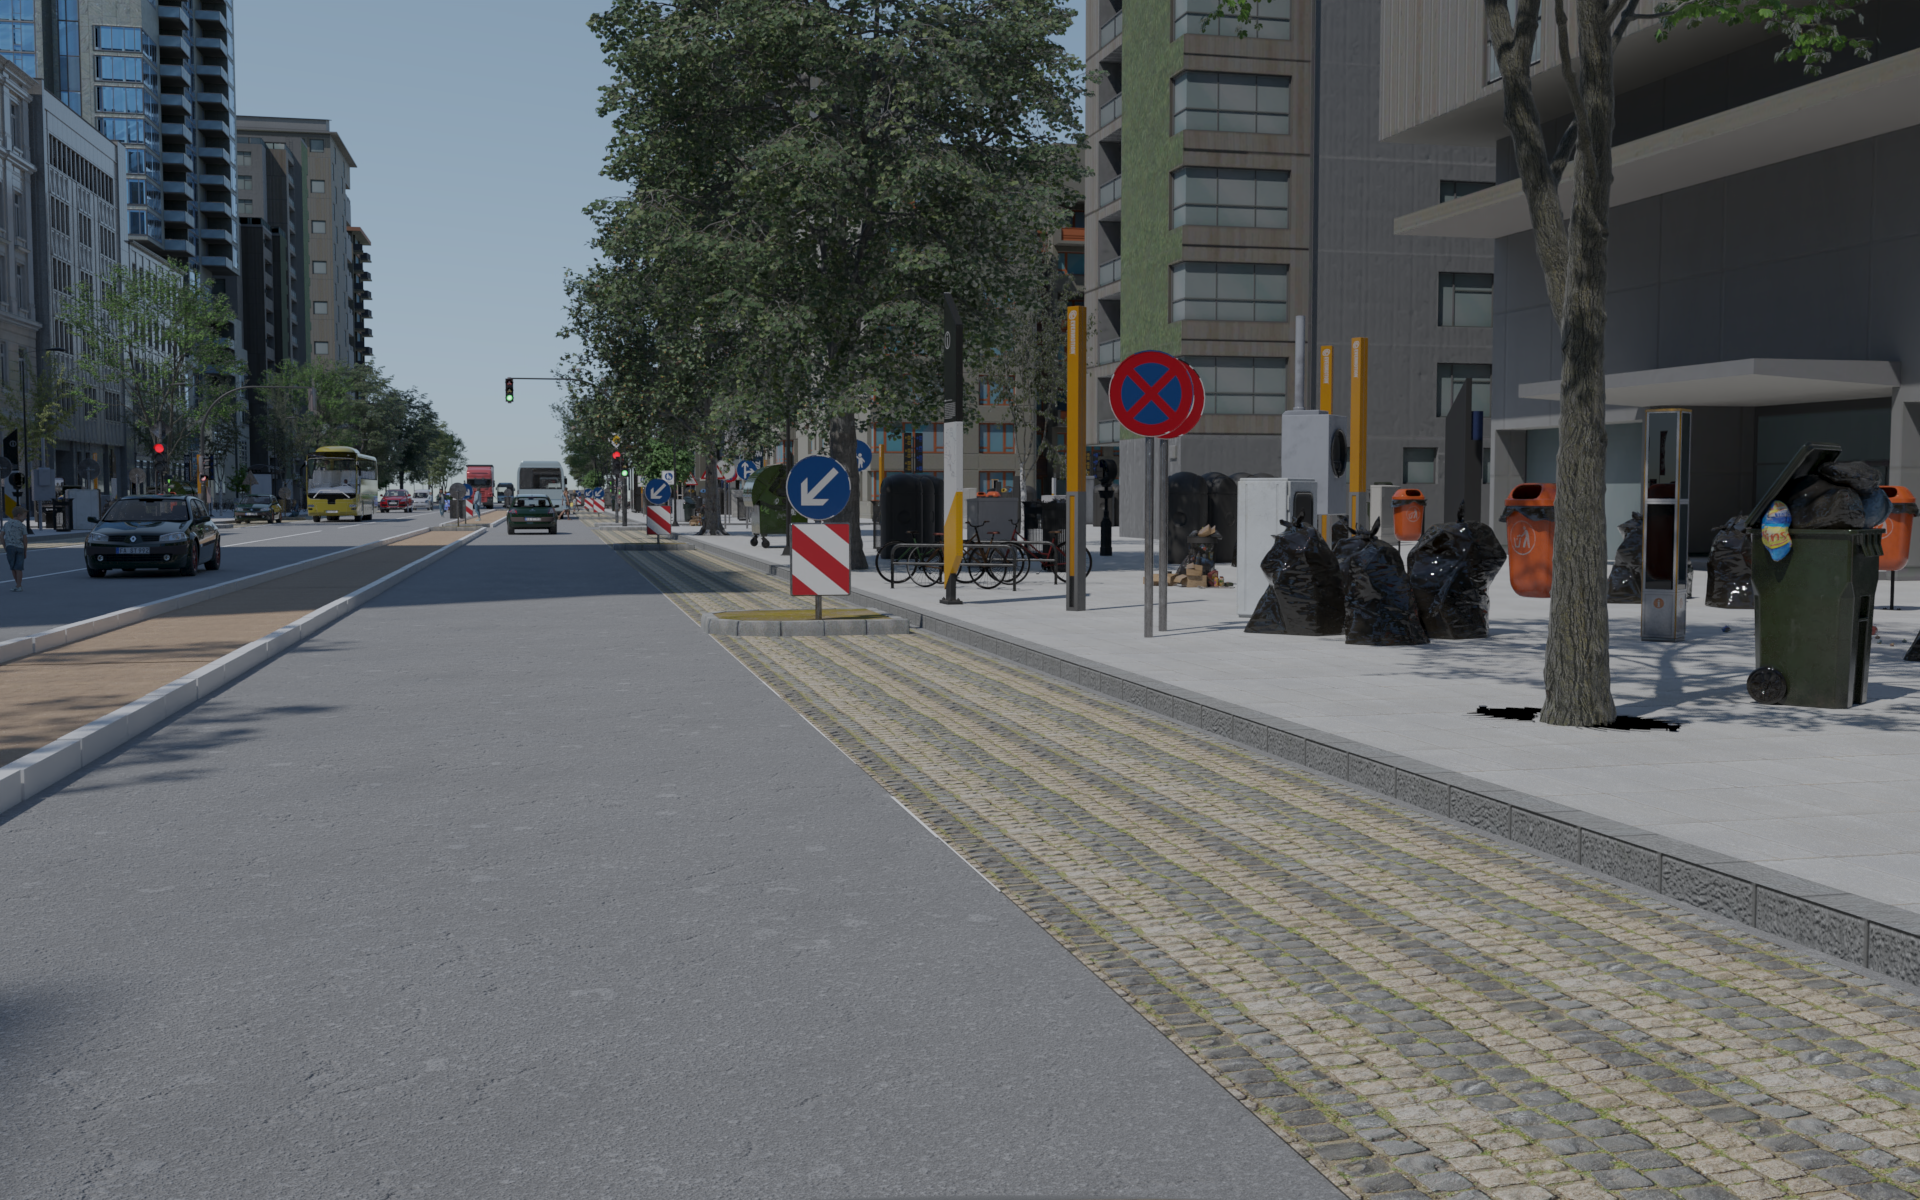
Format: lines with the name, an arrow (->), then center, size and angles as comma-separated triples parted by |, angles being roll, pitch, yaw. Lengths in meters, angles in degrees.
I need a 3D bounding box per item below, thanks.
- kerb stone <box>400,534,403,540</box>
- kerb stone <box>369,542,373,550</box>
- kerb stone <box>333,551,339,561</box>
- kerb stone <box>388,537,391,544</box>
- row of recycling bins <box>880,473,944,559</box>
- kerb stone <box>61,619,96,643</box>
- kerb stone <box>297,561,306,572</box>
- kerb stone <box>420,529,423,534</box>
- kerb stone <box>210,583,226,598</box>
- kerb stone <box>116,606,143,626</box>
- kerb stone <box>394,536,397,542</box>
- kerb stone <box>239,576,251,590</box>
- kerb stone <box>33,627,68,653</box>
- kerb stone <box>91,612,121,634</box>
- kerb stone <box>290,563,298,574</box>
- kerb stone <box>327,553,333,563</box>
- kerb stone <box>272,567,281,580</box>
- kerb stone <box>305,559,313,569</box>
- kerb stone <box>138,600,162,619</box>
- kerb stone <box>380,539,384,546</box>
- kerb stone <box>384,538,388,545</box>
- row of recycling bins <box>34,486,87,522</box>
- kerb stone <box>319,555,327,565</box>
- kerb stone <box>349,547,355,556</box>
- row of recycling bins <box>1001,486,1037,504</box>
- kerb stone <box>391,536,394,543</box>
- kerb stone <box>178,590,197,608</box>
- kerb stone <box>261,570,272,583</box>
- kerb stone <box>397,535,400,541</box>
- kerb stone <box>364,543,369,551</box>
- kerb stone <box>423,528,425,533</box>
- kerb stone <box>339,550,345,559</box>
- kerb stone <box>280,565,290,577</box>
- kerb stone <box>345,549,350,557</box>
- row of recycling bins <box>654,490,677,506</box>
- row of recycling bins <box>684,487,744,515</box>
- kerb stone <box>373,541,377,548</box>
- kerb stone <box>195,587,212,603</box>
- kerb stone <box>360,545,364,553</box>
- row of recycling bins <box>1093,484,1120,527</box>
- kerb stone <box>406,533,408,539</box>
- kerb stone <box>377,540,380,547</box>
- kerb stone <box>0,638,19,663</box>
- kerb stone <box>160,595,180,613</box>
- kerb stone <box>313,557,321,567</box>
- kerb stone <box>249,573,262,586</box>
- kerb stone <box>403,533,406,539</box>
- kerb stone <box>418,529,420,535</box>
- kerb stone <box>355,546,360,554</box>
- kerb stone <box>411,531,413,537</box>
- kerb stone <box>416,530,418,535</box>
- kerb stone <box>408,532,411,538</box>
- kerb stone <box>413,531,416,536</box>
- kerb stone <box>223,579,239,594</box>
kerb stone -> -17.193, -1.873, 52.914 | 0.120, 0.150, 1.000 | -1, 4, -13
kerb stone -> -15.073, -1.328, 43.908 | 0.120, 0.150, 1.000 | -1, 4, -13
kerb stone -> -13.413, -0.899, 36.921 | 0.120, 0.150, 1.000 | -1, 4, -13
kerb stone -> -16.245, -1.632, 48.900 | 0.120, 0.150, 1.000 | -1, 4, -13
row of recycling bins -> -0.891, -1.750, 35.724 | 1.069, 1.692, 3.534 | 1, 4, 10
kerb stone -> -8.695, 0.318, 16.990 | 0.120, 0.150, 1.000 | -1, 4, -13
kerb stone -> -12.242, -0.588, 31.931 | 0.120, 0.150, 1.000 | -1, 4, -13
kerb stone -> -19.089, -2.368, 60.906 | 0.120, 0.150, 1.000 | -1, 4, -13
kerb stone -> -10.350, -0.103, 23.963 | 0.120, 0.150, 1.000 | -1, 4, -13
kerb stone -> -9.168, 0.197, 18.980 | 0.120, 0.150, 1.000 | -1, 4, -13
kerb stone -> -16.731, -1.755, 50.917 | 0.120, 0.150, 1.000 | -1, 4, -13
kerb stone -> -10.810, -0.230, 25.955 | 0.120, 0.150, 1.000 | -1, 4, -13
kerb stone -> -8.462, 0.384, 15.995 | 0.120, 0.150, 1.000 | -1, 4, -13
kerb stone -> -8.932, 0.260, 17.985 | 0.120, 0.150, 1.000 | -1, 4, -13
kerb stone -> -12.000, -0.535, 30.937 | 0.120, 0.150, 1.000 | -1, 4, -13
kerb stone -> -13.177, -0.840, 35.926 | 0.120, 0.150, 1.000 | -1, 4, -13
kerb stone -> -11.529, -0.413, 28.947 | 0.120, 0.150, 1.000 | -1, 4, -13
kerb stone -> -12.473, -0.656, 32.927 | 0.120, 0.150, 1.000 | -1, 4, -13
kerb stone -> -9.405, 0.136, 19.974 | 0.120, 0.150, 1.000 | -1, 4, -13
kerb stone -> -15.779, -1.510, 46.905 | 0.120, 0.150, 1.000 | -1, 4, -13
kerb stone -> -16.012, -1.572, 47.900 | 0.120, 0.150, 1.000 | -1, 4, -13
row of recycling bins -> -41.709, -4.479, 80.340 | 1.069, 1.692, 3.534 | 0, 4, 4
kerb stone -> -12.940, -0.776, 34.926 | 0.120, 0.150, 1.000 | -1, 4, -13
kerb stone -> -14.126, -1.084, 39.917 | 0.120, 0.150, 1.000 | -1, 4, -13
row of recycling bins -> 2.925, -4.857, 86.532 | 1.069, 1.692, 3.534 | -1, 4, -19
kerb stone -> -16.484, -1.695, 49.917 | 0.120, 0.150, 1.000 | -1, 4, -13
kerb stone -> -9.872, 0.014, 21.965 | 0.120, 0.150, 1.000 | -1, 4, -13
kerb stone -> -11.291, -0.349, 27.953 | 0.120, 0.150, 1.000 | -1, 4, -13
kerb stone -> -16.961, -1.818, 51.916 | 0.120, 0.150, 1.000 | -1, 4, -13
kerb stone -> -14.831, -1.267, 42.915 | 0.120, 0.150, 1.000 | -1, 4, -13
kerb stone -> -19.325, -2.426, 61.901 | 0.120, 0.150, 1.000 | -1, 4, -13
kerb stone -> -13.650, -0.961, 37.916 | 0.120, 0.150, 1.000 | -1, 4, -13
kerb stone -> -11.760, -0.474, 29.943 | 0.120, 0.150, 1.000 | -1, 4, -13
kerb stone -> -13.891, -1.020, 38.922 | 0.120, 0.150, 1.000 | -1, 4, -13
row of recycling bins -> -24.274, -8.518, 146.382 | 3.534, 1.692, 1.069 | -1, 4, -17
row of recycling bins -> -15.358, -6.105, 106.935 | 3.534, 1.692, 1.069 | 0, 4, 7
kerb stone -> -15.309, -1.389, 44.910 | 0.120, 0.150, 1.000 | -1, 4, -13
kerb stone -> -10.116, -0.047, 22.966 | 0.120, 0.150, 1.000 | -1, 4, -13
kerb stone -> -14.598, -1.206, 41.919 | 0.120, 0.150, 1.000 | -1, 4, -13
row of recycling bins -> 6.414, -3.785, 68.996 | 1.069, 1.692, 3.534 | 3, 4, 38
kerb stone -> -17.669, -1.998, 54.904 | 0.120, 0.150, 1.000 | -1, 4, -13
kerb stone -> -15.546, -1.448, 45.907 | 0.120, 0.150, 1.000 | -1, 4, -13
kerb stone -> -8.241, 0.440, 14.997 | 0.120, 0.150, 1.000 | -1, 4, -13
kerb stone -> -9.644, 0.077, 20.968 | 0.120, 0.150, 1.000 | -1, 4, -13
kerb stone -> -12.706, -0.718, 33.931 | 0.120, 0.150, 1.000 | -1, 4, -13
kerb stone -> -11.053, -0.291, 26.959 | 0.120, 0.150, 1.000 | -1, 4, -13
kerb stone -> -17.439, -1.939, 53.906 | 0.120, 0.150, 1.000 | -1, 4, -13
kerb stone -> -18.854, -2.306, 59.911 | 0.120, 0.150, 1.000 | -1, 4, -13
kerb stone -> -14.358, -1.145, 40.917 | 0.120, 0.150, 1.000 | -1, 4, -13
kerb stone -> -18.144, -2.118, 56.907 | 0.120, 0.150, 1.000 | -1, 4, -13
kerb stone -> -18.618, -2.245, 58.904 | 0.120, 0.150, 1.000 | -1, 4, -13
kerb stone -> -17.909, -2.056, 55.903 | 0.120, 0.150, 1.000 | -1, 4, -13
kerb stone -> -18.382, -2.184, 57.901 | 0.120, 0.150, 1.000 | -1, 4, -13
kerb stone -> -10.581, -0.169, 24.959 | 0.120, 0.150, 1.000 | -1, 4, -13
